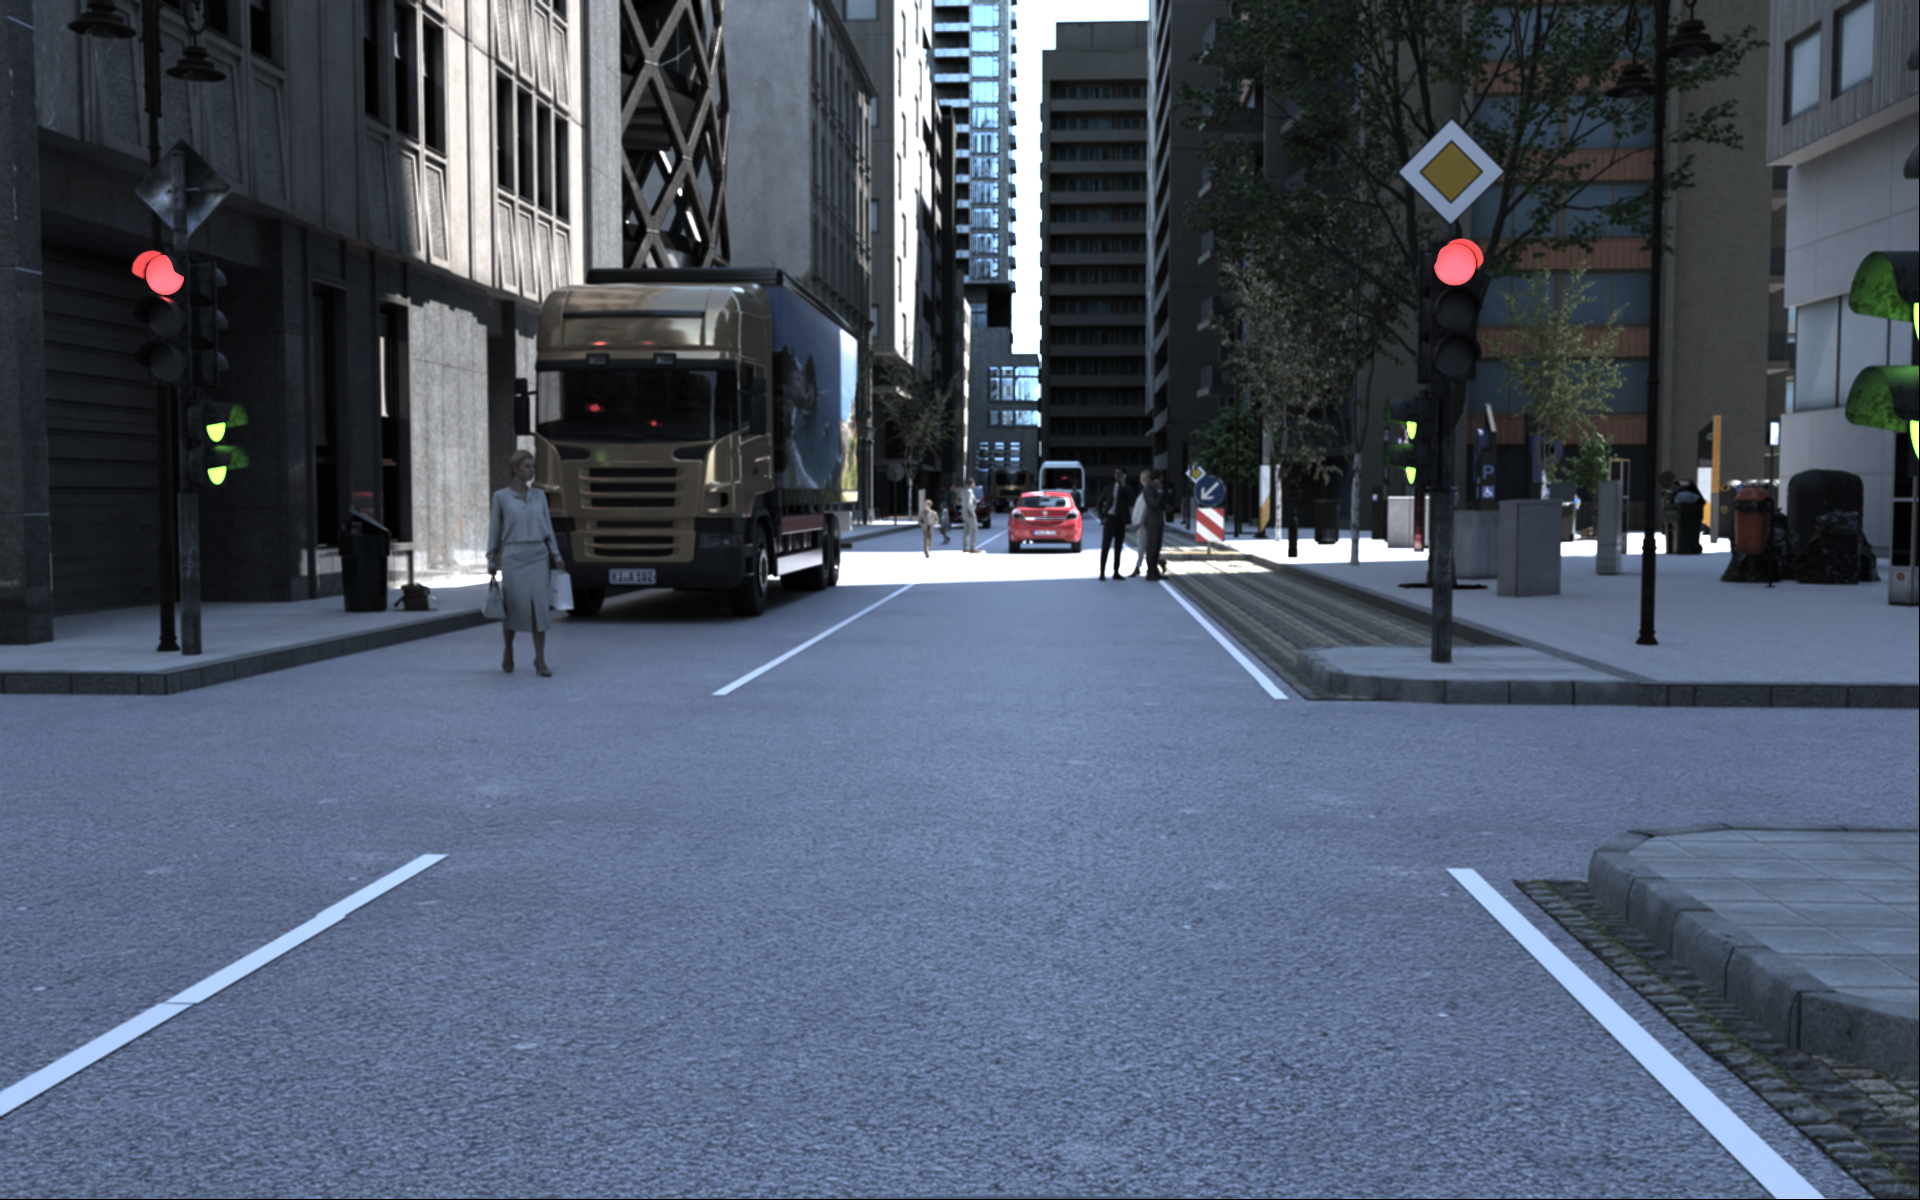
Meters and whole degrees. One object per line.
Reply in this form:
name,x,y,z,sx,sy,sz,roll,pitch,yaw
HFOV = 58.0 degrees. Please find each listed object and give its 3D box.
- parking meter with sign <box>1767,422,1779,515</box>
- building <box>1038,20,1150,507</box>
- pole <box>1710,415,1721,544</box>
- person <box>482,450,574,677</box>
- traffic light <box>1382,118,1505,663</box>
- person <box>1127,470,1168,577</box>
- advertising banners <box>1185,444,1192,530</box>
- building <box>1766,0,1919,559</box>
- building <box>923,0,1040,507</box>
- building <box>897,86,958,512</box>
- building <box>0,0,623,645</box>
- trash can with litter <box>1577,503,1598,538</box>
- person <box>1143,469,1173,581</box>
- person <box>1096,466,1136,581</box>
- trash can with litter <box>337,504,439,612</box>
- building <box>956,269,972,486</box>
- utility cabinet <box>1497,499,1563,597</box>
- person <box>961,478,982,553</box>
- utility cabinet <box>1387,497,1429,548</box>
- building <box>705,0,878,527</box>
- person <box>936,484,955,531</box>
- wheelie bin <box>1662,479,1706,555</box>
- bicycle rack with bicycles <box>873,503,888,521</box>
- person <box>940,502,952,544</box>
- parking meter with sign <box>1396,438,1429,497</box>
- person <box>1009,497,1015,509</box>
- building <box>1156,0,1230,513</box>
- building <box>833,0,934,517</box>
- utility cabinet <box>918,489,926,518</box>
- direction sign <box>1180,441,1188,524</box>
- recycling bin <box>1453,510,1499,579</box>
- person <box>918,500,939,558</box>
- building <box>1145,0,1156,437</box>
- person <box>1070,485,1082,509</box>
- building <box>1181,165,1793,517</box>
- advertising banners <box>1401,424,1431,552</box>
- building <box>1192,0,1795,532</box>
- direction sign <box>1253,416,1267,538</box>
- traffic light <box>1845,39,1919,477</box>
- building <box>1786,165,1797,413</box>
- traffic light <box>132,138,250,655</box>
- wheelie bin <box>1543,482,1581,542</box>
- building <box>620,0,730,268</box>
parking meter with sign,20.379,-2.777,41.669,1.738,3.016,0.543,3,5,44
building,19.186,-34.131,181.739,21.600,48.544,21.300,0,4,4
pole,19.531,-3.115,44.774,0.158,3.312,0.155,0,3,0
person,-3.444,-0.300,13.764,0.694,1.780,0.624,-1,4,-18
traffic light,3.662,-1.481,13.129,0.839,4.253,0.868,0,4,4
person,3.263,-1.319,29.948,0.818,1.842,0.514,-1,4,-16
advertising banners,8.150,-4.004,61.650,0.090,3.025,2.074,0,4,3
building,30.156,-26.570,23.666,27.495,52.752,28.713,0,4,4
building,-6.999,-53.245,183.223,31.000,86.520,22.319,0,4,4
building,-7.673,-21.523,123.601,14.160,30.474,14.107,0,4,4
building,-13.275,-12.612,24.232,12.078,24.808,19.932,0,4,4
trash can with litter,18.585,-2.406,50.720,0.624,1.170,1.055,-2,4,-34
person,3.300,-1.250,28.744,0.447,1.846,0.655,2,4,24
person,2.612,-1.288,28.917,0.648,1.900,0.474,-1,4,-10
trash can with litter,-6.301,-0.470,19.079,1.055,1.170,0.624,-1,4,-18
building,-14.162,-18.721,151.120,28.899,21.520,27.650,0,4,4
utility cabinet,7.206,-0.657,21.908,1.020,1.237,0.306,-3,5,-40
person,0.226,-2.039,41.939,0.391,1.810,0.635,-2,4,-28
utility cabinet,10.694,-1.837,41.190,1.020,1.237,0.306,1,4,16
building,-8.998,-13.307,66.718,9.793,20.994,18.267,0,4,4
person,-0.597,-3.545,66.452,0.713,1.824,0.794,2,4,24
wheelie bin,15.380,-1.769,36.828,0.693,1.594,0.980,-1,4,-13
bicycle rack with bicycles,-4.993,-4.168,81.536,2.852,0.926,2.925,-2,4,-28
person,-0.383,-2.197,49.436,0.382,1.210,0.505,0,4,-8
parking meter with sign,14.281,-3.525,53.896,1.738,3.016,0.543,-3,5,-42
person,2.611,-4.501,86.369,0.394,1.301,0.425,-3,4,-36
building,25.089,-30.564,123.418,21.300,48.544,21.600,0,4,4
building,-15.926,-31.401,102.643,28.713,52.752,27.495,0,4,4
utility cabinet,-1.775,-4.394,80.520,0.318,1.500,1.173,0,4,1
direction sign,9.682,-5.052,74.600,0.379,3.537,0.876,1,4,20
recycling bin,7.746,-0.850,26.457,0.722,1.027,0.722,3,5,44
person,-0.703,-1.595,38.844,0.475,1.303,0.640,-1,4,-18
building,29.930,-34.146,147.532,28.713,52.752,27.495,0,4,4
person,4.735,-3.883,72.168,0.661,1.801,0.590,3,5,44
building,29.556,-24.969,100.129,32.217,40.220,23.993,0,4,4
advertising banners,10.307,-2.604,38.769,0.090,3.025,2.074,-1,4,-10
building,21.553,-25.532,72.068,22.147,44.769,28.867,0,4,4
direction sign,8.827,-3.606,50.963,0.379,3.537,0.876,-1,4,-12
traffic light,3.152,-0.993,5.160,0.839,4.253,0.868,0,4,4
building,75.125,-34.248,179.559,30.456,49.044,23.786,0,4,4
traffic light,-6.131,-1.518,13.737,0.839,4.253,0.868,0,4,4
wheelie bin,16.061,-2.342,46.202,0.980,1.594,0.693,2,4,29
building,-14.507,-10.750,43.210,16.820,18.784,16.811,0,4,4
